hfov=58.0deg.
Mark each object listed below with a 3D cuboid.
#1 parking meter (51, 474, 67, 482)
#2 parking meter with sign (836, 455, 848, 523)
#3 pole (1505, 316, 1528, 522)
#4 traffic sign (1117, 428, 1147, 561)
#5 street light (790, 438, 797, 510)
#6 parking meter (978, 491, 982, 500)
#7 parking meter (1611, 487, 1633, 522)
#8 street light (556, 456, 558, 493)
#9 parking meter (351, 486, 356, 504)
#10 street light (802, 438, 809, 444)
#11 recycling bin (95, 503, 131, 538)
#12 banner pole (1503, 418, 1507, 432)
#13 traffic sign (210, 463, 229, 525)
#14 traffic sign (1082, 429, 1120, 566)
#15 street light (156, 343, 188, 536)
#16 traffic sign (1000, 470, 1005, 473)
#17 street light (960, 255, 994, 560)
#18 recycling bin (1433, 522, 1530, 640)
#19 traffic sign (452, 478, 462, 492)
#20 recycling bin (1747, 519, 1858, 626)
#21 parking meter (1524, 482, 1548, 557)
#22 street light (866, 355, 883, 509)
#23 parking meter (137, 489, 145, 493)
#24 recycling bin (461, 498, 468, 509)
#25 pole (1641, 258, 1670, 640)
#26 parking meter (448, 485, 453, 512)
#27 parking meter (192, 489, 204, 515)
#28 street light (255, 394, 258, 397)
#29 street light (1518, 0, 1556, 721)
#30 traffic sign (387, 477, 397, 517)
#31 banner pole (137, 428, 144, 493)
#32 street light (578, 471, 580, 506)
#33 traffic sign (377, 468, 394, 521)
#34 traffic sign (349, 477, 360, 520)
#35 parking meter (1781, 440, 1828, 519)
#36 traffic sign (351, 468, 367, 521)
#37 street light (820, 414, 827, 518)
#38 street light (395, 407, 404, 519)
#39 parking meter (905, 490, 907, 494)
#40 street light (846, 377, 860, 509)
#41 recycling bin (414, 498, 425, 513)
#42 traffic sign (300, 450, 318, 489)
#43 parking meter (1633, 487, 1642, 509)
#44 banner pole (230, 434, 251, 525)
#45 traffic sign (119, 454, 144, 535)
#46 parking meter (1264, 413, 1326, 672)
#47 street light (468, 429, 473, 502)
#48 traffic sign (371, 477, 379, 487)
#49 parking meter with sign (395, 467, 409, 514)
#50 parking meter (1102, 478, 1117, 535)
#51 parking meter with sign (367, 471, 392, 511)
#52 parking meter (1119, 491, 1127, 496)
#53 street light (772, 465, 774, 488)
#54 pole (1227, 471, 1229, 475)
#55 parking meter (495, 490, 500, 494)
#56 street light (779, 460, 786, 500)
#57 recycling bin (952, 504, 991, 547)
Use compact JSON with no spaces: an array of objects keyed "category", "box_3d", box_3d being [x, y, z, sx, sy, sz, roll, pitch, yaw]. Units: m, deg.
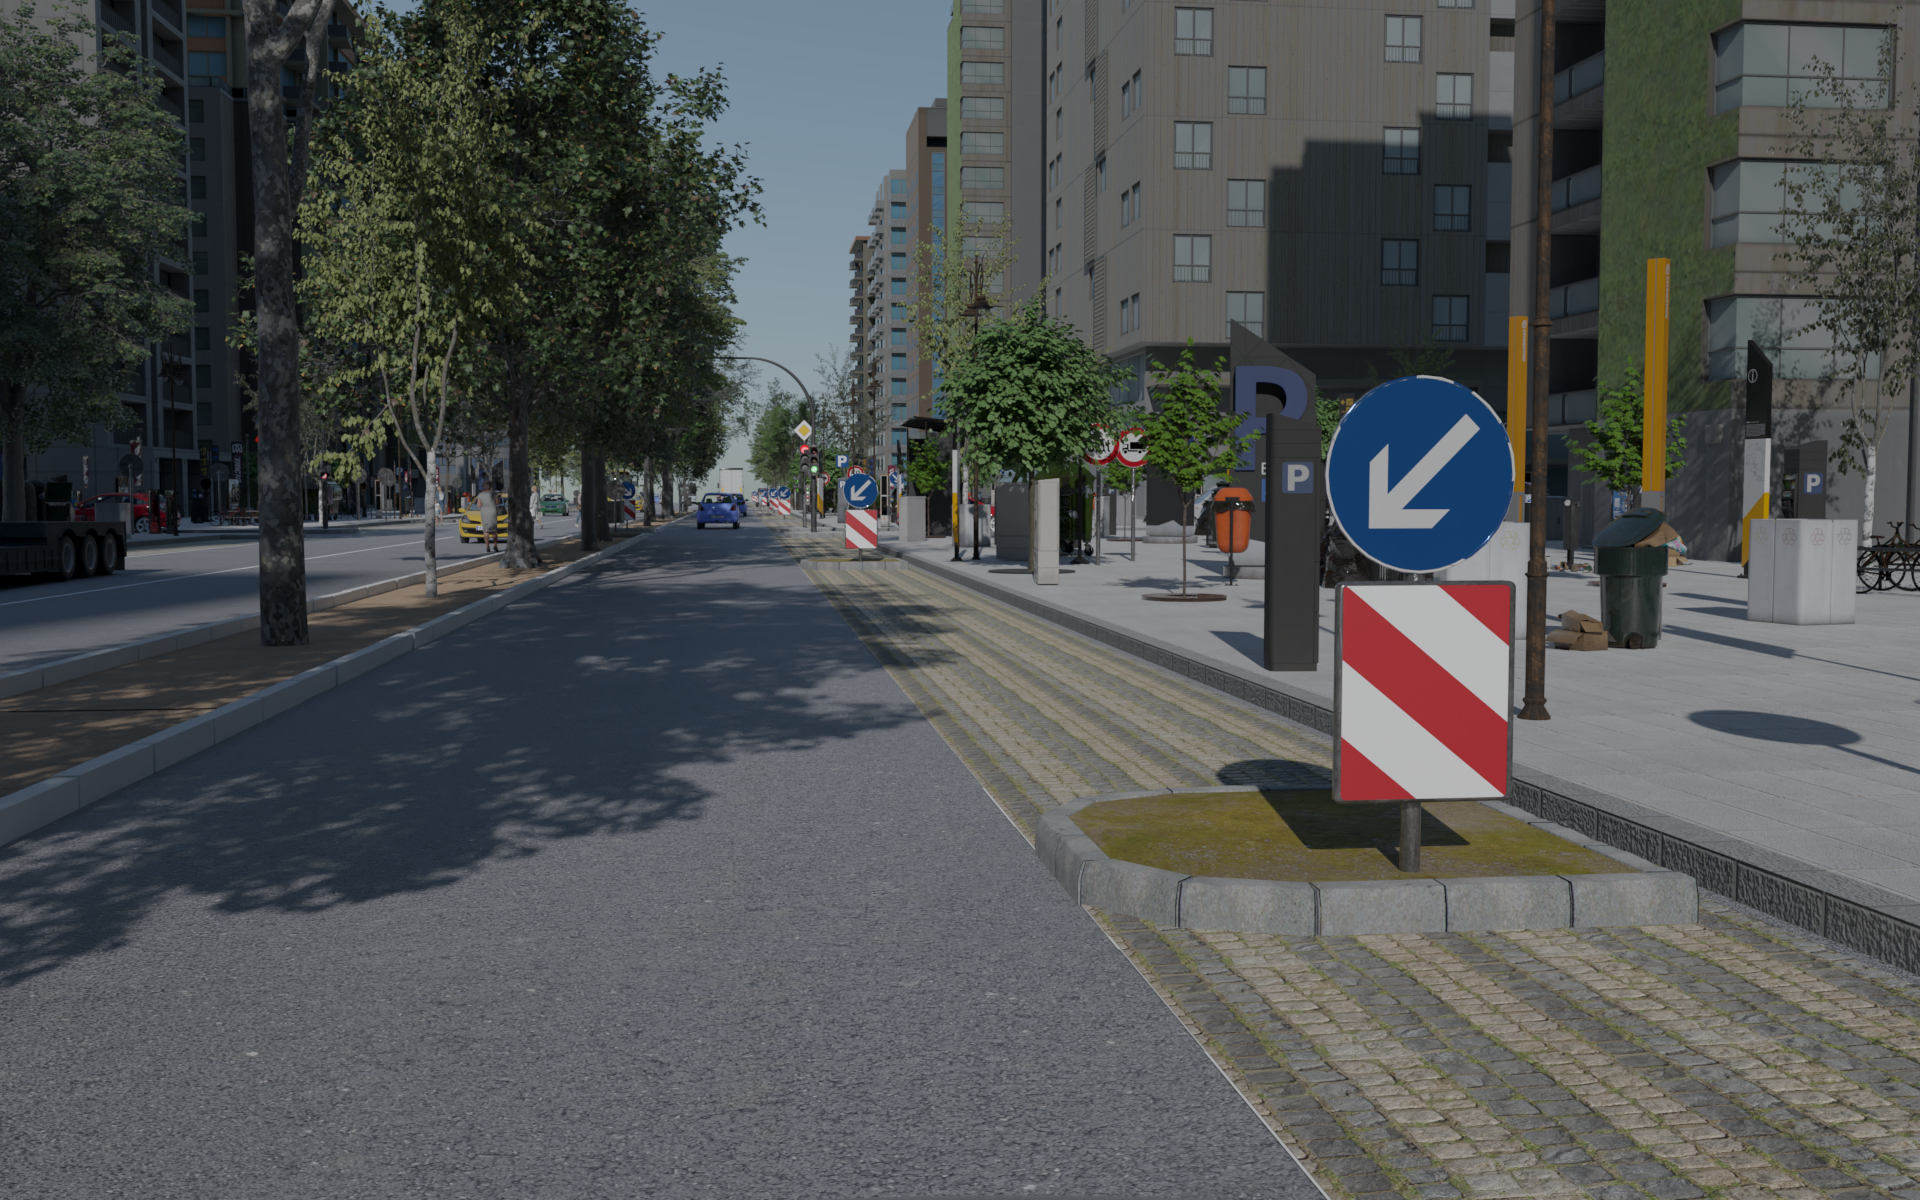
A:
[{"category":"parking meter","box_3d":[-26.573,-2.777,51.122,0.255,1.863,0.399,2,4,30]},{"category":"parking meter with sign","box_3d":[-5.211,-4.909,76.524,0.543,3.016,1.738,0,4,-3]},{"category":"pole","box_3d":[6.415,-1.599,19.990,0.158,3.312,0.155,0,3,0]},{"category":"traffic sign","box_3d":[3.302,-2.011,32.990,0.768,2.556,0.104,0,4,-2]},{"category":"street light","box_3d":[-13.842,-10.462,143.843,0.468,5.910,1.993,0,4,-7]},{"category":"parking meter","box_3d":[1.278,-6.616,116.589,0.372,1.533,0.369,0,3,0]},{"category":"parking meter","box_3d":[12.324,-1.460,32.277,0.372,1.533,0.369,0,3,0]},{"category":"street light","box_3d":[-38.031,-11.640,163.095,0.468,5.910,1.993,0,4,-7]},{"category":"parking meter","box_3d":[-41.305,-6.877,118.142,0.399,1.863,0.255,3,5,40]},{"category":"street light","box_3d":[-10.356,-8.793,116.546,0.468,5.910,1.993,0,4,-7]},{"category":"recycling bin","box_3d":[-24.419,-2.286,49.937,0.722,1.027,0.722,0,4,-1]},{"category":"banner pole","box_3d":[15.950,-3.678,50.146,0.401,3.779,0.863,-1,4,-21]},{"category":"traffic sign","box_3d":[-30.614,-4.373,71.608,0.768,2.556,0.104,0,4,-6]},{"category":"traffic sign","box_3d":[2.480,-1.890,31.014,0.768,2.556,0.104,0,4,1]},{"category":"street light","box_3d":[-23.985,-4.895,52.818,0.468,5.910,1.993,0,4,-7]},{"category":"traffic sign","box_3d":[1.642,-3.438,56.317,0.768,2.556,0.104,0,4,-4]},{"category":"street light","box_3d":[0.315,-3.723,33.654,0.468,5.910,1.993,0,4,-7]},{"category":"recycling bin","box_3d":[4.681,-0.185,15.587,0.722,1.027,0.722,0,4,6]},{"category":"traffic sign","box_3d":[-39.457,-8.307,135.921,0.768,2.556,0.104,0,4,-2]},{"category":"recycling bin","box_3d":[8.403,-0.290,17.288,0.722,1.027,0.722,-1,4,-20]},{"category":"parking meter","box_3d":[11.630,-1.639,35.206,0.372,1.533,0.369,0,3,0]},{"category":"street light","box_3d":[-2.857,-5.194,57.714,0.468,5.910,1.993,0,4,-7]},{"category":"parking meter","box_3d":[-38.364,-4.447,81.118,0.372,1.533,0.369,0,3,0]},{"category":"recycling bin","box_3d":[-35.466,-6.764,123.146,0.722,1.027,0.722,0,4,4]},{"category":"pole","box_3d":[6.063,-1.302,15.125,0.158,3.312,0.155,0,3,0]},{"category":"parking meter","box_3d":[-33.843,-6.679,114.908,0.255,1.863,0.399,0,4,1]},{"category":"parking meter","box_3d":[-41.696,-5.271,94.588,0.372,1.533,0.369,0,3,0]},{"category":"street light","box_3d":[-25.432,-5.557,63.652,0.468,5.910,1.993,0,4,-7]},{"category":"street light","box_3d":[3.281,-2.259,9.717,0.468,5.910,1.993,0,4,-7]},{"category":"traffic sign","box_3d":[-31.323,-5.748,95.167,0.795,2.450,0.064,0,4,-3]},{"category":"banner pole","box_3d":[-31.080,-4.629,65.698,0.401,3.779,0.863,-3,4,-37]},{"category":"street light","box_3d":[-41.096,-13.086,186.736,0.468,5.910,1.993,0,4,-7]},{"category":"traffic sign","box_3d":[-27.773,-5.116,83.747,0.768,2.556,0.104,0,4,-4]},{"category":"traffic sign","box_3d":[-30.059,-5.273,86.322,0.768,2.556,0.104,0,4,-3]},{"category":"parking meter","box_3d":[9.157,-0.802,18.817,0.399,1.863,0.255,-1,4,-11]},{"category":"traffic sign","box_3d":[-28.767,-5.062,82.864,0.768,2.556,0.104,0,4,-2]},{"category":"street light","box_3d":[-7.262,-7.318,92.438,0.468,5.910,1.993,0,4,-7]},{"category":"street light","box_3d":[-28.265,-7.005,87.323,0.468,5.910,1.993,0,4,-7]},{"category":"parking meter","box_3d":[-2.855,-5.152,92.653,0.372,1.533,0.369,0,3,0]},{"category":"street light","box_3d":[-4.223,-5.861,68.610,0.468,5.910,1.993,0,4,-7]},{"category":"recycling bin","box_3d":[-36.147,-6.324,115.949,0.722,1.027,0.722,-1,4,-16]},{"category":"traffic sign","box_3d":[-31.020,-5.303,80.584,2.265,3.308,0.079,0,4,0]},{"category":"parking meter","box_3d":[13.213,-1.696,33.446,0.399,1.863,0.255,2,4,23]},{"category":"banner pole","box_3d":[-29.978,-5.034,72.326,0.863,3.779,0.401,-1,4,-22]},{"category":"traffic sign","box_3d":[-26.052,-3.325,54.476,0.768,2.556,0.104,0,4,-4]},{"category":"parking meter","box_3d":[2.430,-0.420,12.583,0.399,1.863,0.255,0,4,-3]},{"category":"street light","box_3d":[-31.525,-8.497,111.714,0.468,5.910,1.993,0,4,-7]},{"category":"traffic sign","box_3d":[-35.644,-6.335,105.712,0.606,2.300,0.079,0,4,1]},{"category":"parking meter with sign","box_3d":[-35.748,-7.031,111.224,0.543,3.016,1.738,-2,4,-34]},{"category":"parking meter","box_3d":[4.660,-2.953,53.996,0.399,1.863,0.255,-1,4,-16]},{"category":"parking meter with sign","box_3d":[-42.909,-8.059,128.028,1.738,3.016,0.543,-1,4,-16]},{"category":"parking meter","box_3d":[6.887,-3.948,72.959,0.372,1.533,0.369,0,3,0]},{"category":"street light","box_3d":[-22.990,-14.863,215.791,0.468,5.910,1.993,0,4,-7]},{"category":"pole","box_3d":[11.712,-4.983,75.319,0.158,3.312,0.155,0,3,0]},{"category":"parking meter","box_3d":[-32.614,-6.956,122.136,0.372,1.533,0.369,0,3,0]},{"category":"street light","box_3d":[-16.984,-11.937,167.957,0.468,5.910,1.993,0,4,-7]},{"category":"recycling bin","box_3d":[0.276,-1.820,42.316,0.722,1.027,0.722,-2,4,-30]}]
